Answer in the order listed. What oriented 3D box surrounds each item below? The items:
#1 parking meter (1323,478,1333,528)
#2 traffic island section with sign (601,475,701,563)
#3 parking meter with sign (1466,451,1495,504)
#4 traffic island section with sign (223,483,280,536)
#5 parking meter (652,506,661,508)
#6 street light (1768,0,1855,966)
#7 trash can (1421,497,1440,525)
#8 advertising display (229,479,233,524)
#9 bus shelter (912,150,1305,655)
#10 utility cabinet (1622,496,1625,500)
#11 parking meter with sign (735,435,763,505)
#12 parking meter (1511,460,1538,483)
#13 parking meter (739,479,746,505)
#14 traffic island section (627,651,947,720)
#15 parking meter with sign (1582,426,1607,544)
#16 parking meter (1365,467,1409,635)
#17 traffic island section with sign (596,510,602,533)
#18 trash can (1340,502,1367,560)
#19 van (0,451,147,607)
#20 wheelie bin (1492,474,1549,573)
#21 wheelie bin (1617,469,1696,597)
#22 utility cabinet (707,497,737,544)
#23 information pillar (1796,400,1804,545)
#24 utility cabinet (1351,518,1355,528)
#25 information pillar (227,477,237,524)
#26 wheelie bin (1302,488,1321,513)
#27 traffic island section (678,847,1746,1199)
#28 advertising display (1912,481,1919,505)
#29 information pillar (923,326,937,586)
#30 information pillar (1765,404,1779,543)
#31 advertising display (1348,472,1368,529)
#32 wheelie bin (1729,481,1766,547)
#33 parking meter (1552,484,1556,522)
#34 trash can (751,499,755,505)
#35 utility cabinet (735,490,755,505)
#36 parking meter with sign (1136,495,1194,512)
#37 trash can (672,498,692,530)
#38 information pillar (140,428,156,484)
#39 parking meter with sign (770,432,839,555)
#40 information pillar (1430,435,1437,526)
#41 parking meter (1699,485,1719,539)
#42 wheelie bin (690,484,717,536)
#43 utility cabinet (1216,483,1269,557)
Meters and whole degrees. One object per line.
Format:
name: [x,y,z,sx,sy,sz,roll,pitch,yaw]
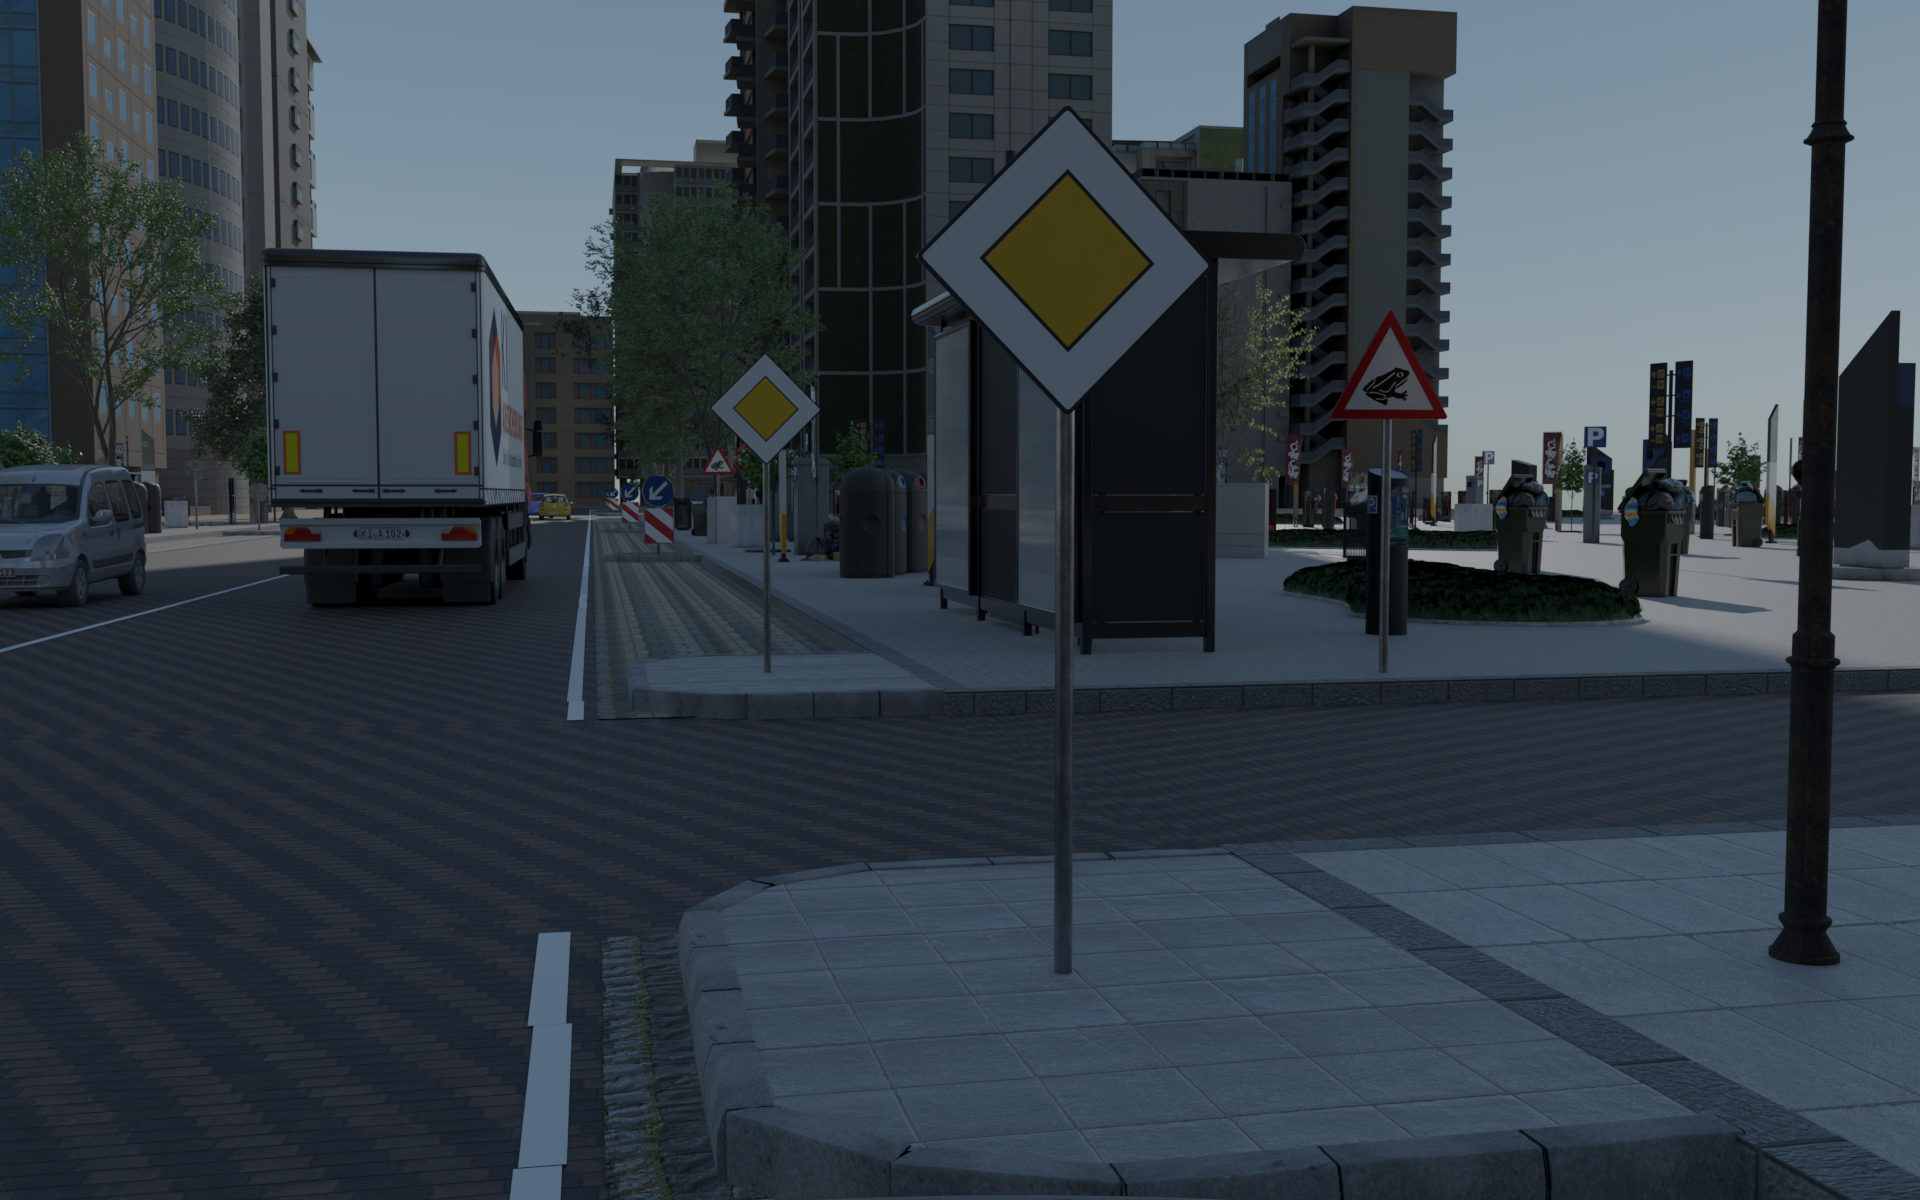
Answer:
parking meter: [13.586,-3.563,63.971,0.255,1.863,0.399,0,4,-7]
traffic island section with sign: [-6.574,-1.734,36.985,1.989,1.847,2.006,-1,4,-12]
parking meter with sign: [21.071,-4.562,70.846,0.543,3.016,1.738,-1,4,-20]
traffic island section with sign: [-24.442,-3.161,60.303,1.989,1.847,2.006,-1,4,-12]
parking meter: [-13.372,-4.156,76.354,0.372,1.533,0.369,0,3,0]
street light: [2.336,-1.947,4.615,0.468,5.910,1.993,-1,4,-12]
trash can: [19.851,-3.758,73.099,0.748,1.137,0.748,0,3,0]
advertising display: [-30.919,-4.173,73.444,0.123,1.923,0.974,-1,4,-23]
bus shelter: [0.854,-2.469,17.993,2.179,5.291,8.768,-1,4,-12]
utility cabinet: [28.633,-3.878,74.559,0.306,1.237,1.020,1,4,20]
parking meter with sign: [-5.146,-3.078,46.583,1.738,3.016,0.543,-1,4,-11]
parking meter: [9.546,-1.444,29.318,0.255,1.863,0.399,-3,5,-42]
parking meter: [-8.336,-3.710,66.374,0.255,1.863,0.399,-1,4,-15]
traffic island section: [-1.366,0.600,12.478,2.009,0.180,2.903,-1,4,-12]
parking meter with sign: [16.594,-3.005,45.396,0.543,3.016,1.738,1,4,18]
parking meter: [3.911,-0.455,15.849,0.372,1.533,0.369,0,3,0]
traffic island section with sign: [-12.288,-3.378,63.852,1.989,1.847,2.006,-1,4,-12]
trash can: [7.611,-1.307,33.020,0.748,1.137,0.748,0,3,0]
van: [-12.255,-0.991,23.211,2.013,2.044,4.112,-1,4,-11]
wheelie bin: [9.099,-1.231,28.041,0.980,1.594,0.693,-3,5,-41]
wheelie bin: [8.723,-0.848,21.769,0.693,1.594,0.980,3,5,43]
utility cabinet: [-6.124,-2.041,44.539,0.306,1.237,1.020,2,4,23]
information pillar: [21.053,-3.154,42.915,0.183,3.616,0.504,-1,4,-21]
utility cabinet: [13.013,-2.721,55.647,0.306,1.237,1.020,-3,4,-38]
information pillar: [-31.335,-4.284,74.533,0.304,2.012,0.304,-1,4,-16]
wheelie bin: [18.980,-5.239,93.567,0.980,1.594,0.693,0,4,7]
traffic island section: [0.295,1.077,4.667,2.009,0.180,2.903,-1,4,-12]
advertising display: [46.388,-4.788,83.490,0.974,1.923,0.123,0,4,-6]
information pillar: [-0.333,-2.000,24.061,0.183,3.616,0.504,-1,4,-23]
information pillar: [21.070,-3.278,44.952,0.504,3.616,0.183,-3,5,-44]
advertising display: [11.777,-2.781,50.682,0.123,1.923,0.974,-3,5,-40]
wheelie bin: [19.097,-2.088,42.040,0.693,1.594,0.980,0,4,4]
parking meter: [27.400,-4.512,79.482,0.255,1.863,0.399,-3,5,-43]
trash can: [-6.221,-2.606,54.260,0.748,1.137,0.748,0,3,0]
utility cabinet: [-10.502,-4.676,85.128,1.173,1.500,0.318,2,4,32]
parking meter with sign: [3.824,-2.330,34.356,1.738,3.016,0.543,1,4,9]
trash can: [-9.786,-3.029,61.177,0.748,1.137,0.748,0,3,0]
information pillar: [-28.970,-4.308,61.790,0.183,3.616,0.504,3,4,38]
parking meter with sign: [-3.116,-2.457,36.439,1.738,3.016,0.543,-1,4,-17]
information pillar: [18.902,-4.754,69.082,0.183,3.616,0.504,2,4,29]
parking meter: [21.275,-2.501,49.304,0.372,1.533,0.369,0,3,0]
wheelie bin: [-7.826,-2.760,53.033,0.980,1.594,0.693,3,4,36]
utility cabinet: [5.597,-1.599,34.823,1.173,1.500,0.318,2,4,26]
